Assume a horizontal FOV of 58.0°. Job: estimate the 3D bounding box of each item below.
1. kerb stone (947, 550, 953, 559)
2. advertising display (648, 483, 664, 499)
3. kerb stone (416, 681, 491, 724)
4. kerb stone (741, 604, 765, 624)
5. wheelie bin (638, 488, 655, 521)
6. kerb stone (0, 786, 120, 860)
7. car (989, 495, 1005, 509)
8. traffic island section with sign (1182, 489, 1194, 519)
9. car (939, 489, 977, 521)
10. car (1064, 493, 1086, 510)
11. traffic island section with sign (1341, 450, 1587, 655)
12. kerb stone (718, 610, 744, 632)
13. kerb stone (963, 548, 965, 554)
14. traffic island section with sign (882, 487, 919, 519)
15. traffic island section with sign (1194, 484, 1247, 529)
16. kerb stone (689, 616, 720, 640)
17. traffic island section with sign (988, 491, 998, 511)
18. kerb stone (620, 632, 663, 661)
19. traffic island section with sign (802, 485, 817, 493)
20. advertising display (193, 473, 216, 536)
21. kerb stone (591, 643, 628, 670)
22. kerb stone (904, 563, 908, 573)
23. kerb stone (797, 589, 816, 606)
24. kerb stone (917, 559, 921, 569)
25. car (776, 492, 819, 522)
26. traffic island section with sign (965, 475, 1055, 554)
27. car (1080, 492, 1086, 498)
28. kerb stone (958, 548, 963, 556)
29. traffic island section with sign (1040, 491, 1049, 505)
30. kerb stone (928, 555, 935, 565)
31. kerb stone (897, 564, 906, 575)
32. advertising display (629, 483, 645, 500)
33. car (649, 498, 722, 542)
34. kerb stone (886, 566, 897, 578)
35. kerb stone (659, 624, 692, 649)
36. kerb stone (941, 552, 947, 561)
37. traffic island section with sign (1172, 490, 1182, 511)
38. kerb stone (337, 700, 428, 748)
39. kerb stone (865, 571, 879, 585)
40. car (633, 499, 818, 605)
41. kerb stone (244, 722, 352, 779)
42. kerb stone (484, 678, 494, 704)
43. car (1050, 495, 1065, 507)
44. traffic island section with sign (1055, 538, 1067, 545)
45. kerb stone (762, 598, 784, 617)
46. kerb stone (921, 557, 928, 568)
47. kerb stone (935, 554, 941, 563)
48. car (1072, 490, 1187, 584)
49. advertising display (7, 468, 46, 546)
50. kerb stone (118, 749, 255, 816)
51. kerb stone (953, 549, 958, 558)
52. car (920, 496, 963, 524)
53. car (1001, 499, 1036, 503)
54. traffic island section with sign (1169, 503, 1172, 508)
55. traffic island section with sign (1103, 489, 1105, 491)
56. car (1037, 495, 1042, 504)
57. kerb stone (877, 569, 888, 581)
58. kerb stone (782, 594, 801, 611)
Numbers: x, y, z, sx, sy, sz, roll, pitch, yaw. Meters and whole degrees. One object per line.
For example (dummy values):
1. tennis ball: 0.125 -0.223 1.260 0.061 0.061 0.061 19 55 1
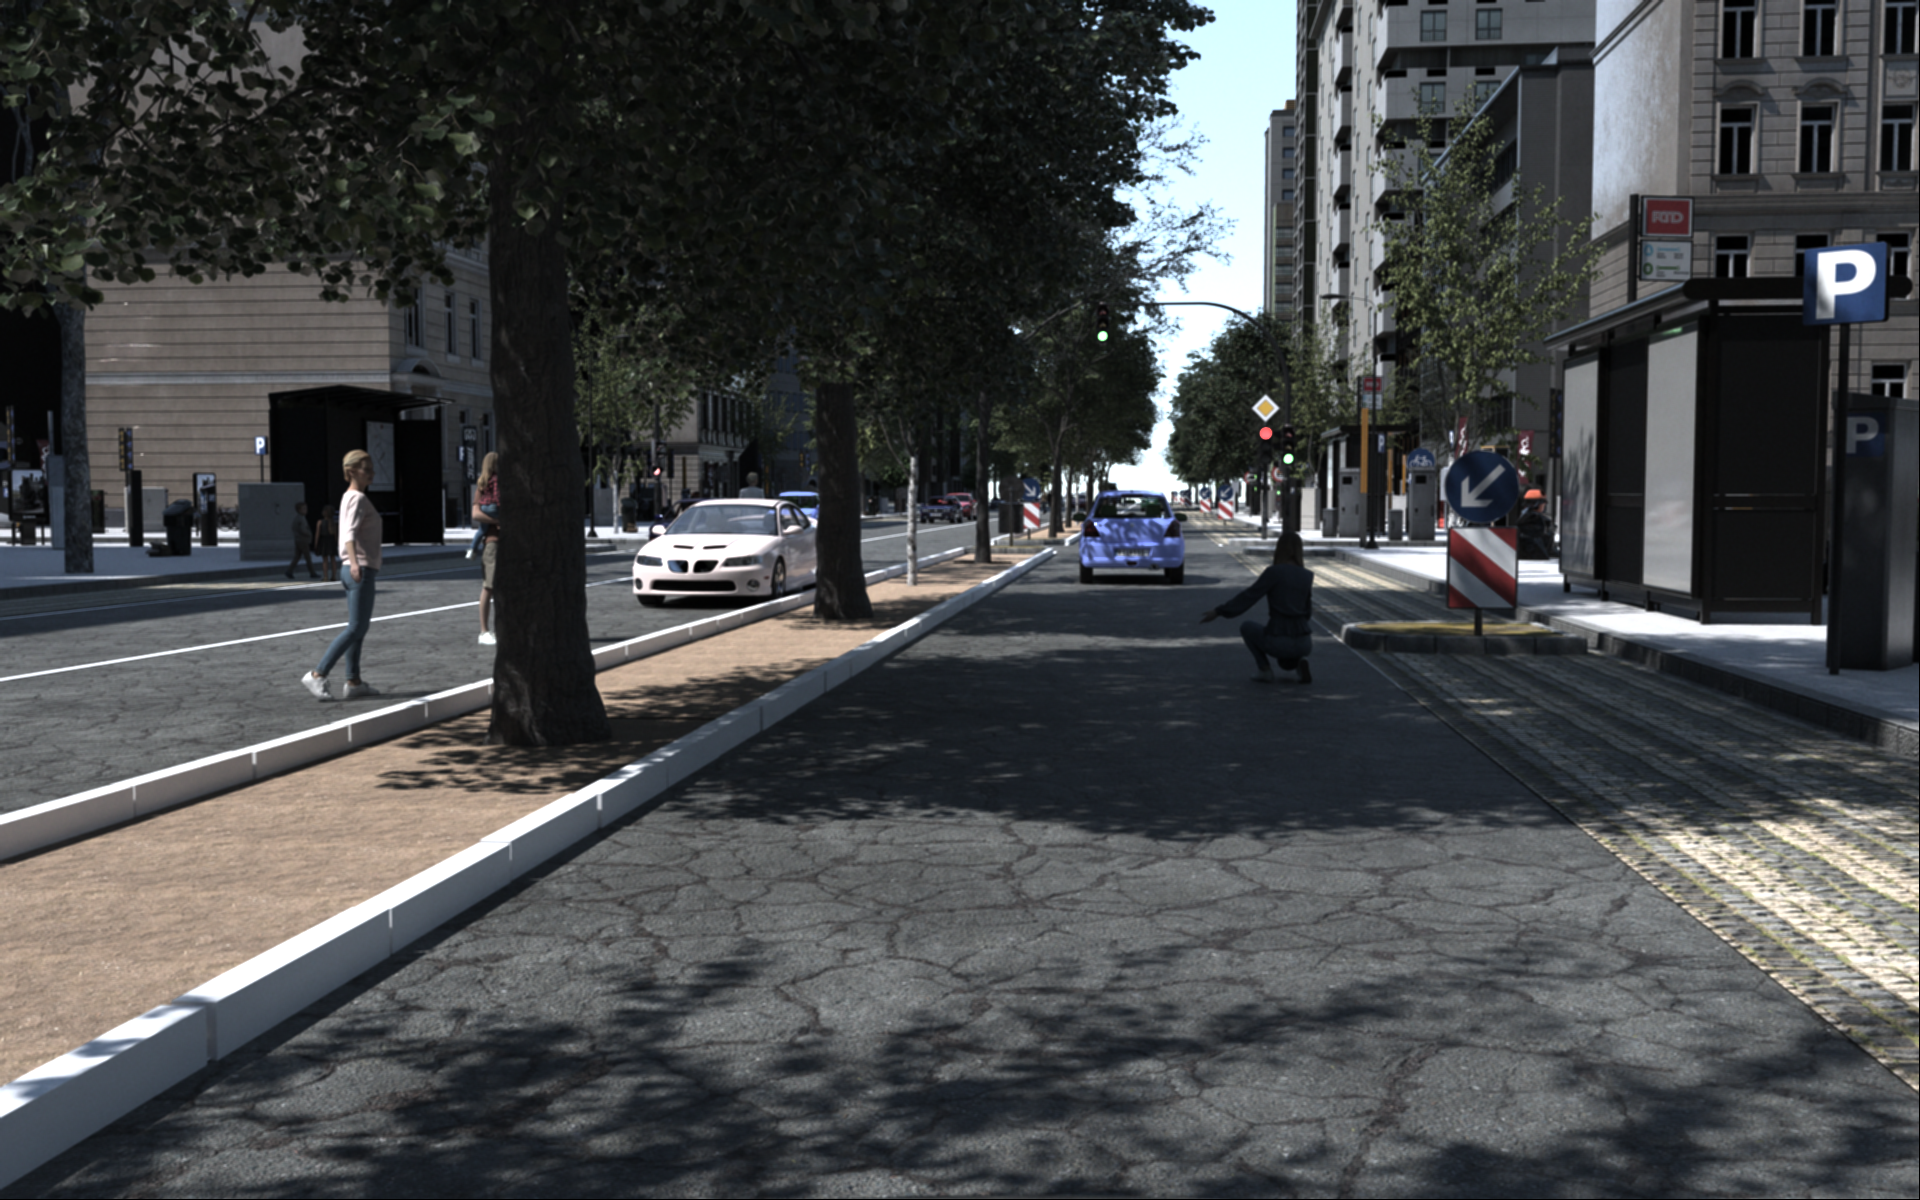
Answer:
1. kerb stone: -0.331 -0.943 37.705 0.120 0.150 1.000 0 4 6
2. advertising display: -17.876 -5.912 101.870 0.974 1.923 0.123 -1 4 -11
3. kerb stone: -3.295 0.673 11.200 0.120 0.150 1.000 0 4 6
4. kerb stone: -2.373 0.177 19.343 0.120 0.150 1.000 0 4 6
5. wheelie bin: -15.014 -4.616 83.386 0.980 1.594 0.693 0 4 -1
6. kerb stone: -3.744 0.922 7.115 0.120 0.150 1.000 0 4 6
7. car: 3.758 -9.138 161.982 1.945 1.354 3.894 0 4 6
8. traffic island section with sign: 13.816 -5.495 98.479 1.989 1.847 2.006 0 4 6
9. car: -0.090 -5.261 95.056 2.155 1.783 4.494 0 4 6
10. car: 10.295 -8.797 152.871 2.155 1.783 4.494 0 4 4
11. traffic island section with sign: 4.663 -0.471 16.335 1.989 1.847 2.006 0 4 6
12. kerb stone: -2.490 0.243 18.328 0.120 0.150 1.000 0 4 6
13. kerb stone: 0.012 -1.136 40.769 0.120 0.150 1.000 0 4 6
14. traffic island section with sign: -3.408 -5.582 99.897 1.989 1.847 2.006 0 4 6
15. traffic island section with sign: 10.807 -3.844 71.482 1.989 1.847 2.006 0 4 6
16. kerb stone: -2.609 0.299 17.312 0.120 0.150 1.000 0 4 6
17. traffic island section with sign: 2.230 -8.664 150.289 1.989 1.847 2.006 0 4 6
18. kerb stone: -2.839 0.423 15.274 0.120 0.150 1.000 0 4 6
19. traffic island section with sign: -6.398 -3.944 73.107 1.989 1.847 2.006 0 4 6
20. advertising display: -23.008 -2.910 52.785 0.123 1.923 0.974 1 4 11
21. kerb stone: -2.961 0.490 14.251 0.120 0.150 1.000 0 4 6
22. kerb stone: -1.012 -0.574 31.579 0.120 0.150 1.000 0 4 6
23. kerb stone: -2.034 -0.012 22.391 0.120 0.150 1.000 0 4 6
24. kerb stone: -0.903 -0.635 32.611 0.120 0.150 1.000 0 4 6
25. car: -5.264 -2.845 56.099 1.945 1.707 3.694 0 4 5
26. traffic island section with sign: 1.186 -2.067 41.925 2.006 1.907 1.989 0 4 6
27. car: 18.782 -15.335 259.400 2.281 1.827 5.304 0 4 6
28. kerb stone: -0.096 -1.074 39.752 0.120 0.150 1.000 0 4 6
29. traffic island section with sign: 11.336 -13.647 231.750 1.989 1.847 2.006 0 4 6
30. kerb stone: -0.670 -0.762 34.652 0.120 0.150 1.000 0 4 6
31. kerb stone: -1.133 -0.510 30.564 0.120 0.150 1.000 0 4 6
32. advertising display: -18.965 -5.912 101.870 0.974 1.923 0.123 1 4 12
33. car: -5.963 -1.679 40.038 1.945 1.354 3.894 0 4 6
34. kerb stone: -1.243 -0.449 29.530 0.120 0.150 1.000 0 4 6
35. kerb stone: -2.734 0.362 16.291 0.120 0.150 1.000 0 4 6
36. kerb stone: -0.442 -0.885 36.688 0.120 0.150 1.000 0 4 6
37. traffic island section with sign: 19.332 -8.513 147.809 1.989 1.847 2.006 0 4 6
38. kerb stone: -3.405 0.735 10.173 0.120 0.150 1.000 0 4 6
39. kerb stone: -1.471 -0.322 27.498 0.120 0.150 1.000 0 4 6
40. car: -3.054 -0.700 23.802 2.083 1.381 4.827 0 4 7
41. kerb stone: -3.516 0.801 9.147 0.120 0.150 1.000 0 4 6
42. kerb stone: -3.180 0.610 12.218 0.120 0.150 1.000 0 4 6
43. car: 11.033 -11.349 197.555 2.014 1.417 4.499 0 4 5
44. traffic island section with sign: 2.018 -2.517 49.286 2.006 1.907 1.989 0 4 6
45. kerb stone: -2.264 0.116 20.360 0.120 0.150 1.000 0 4 6
46. kerb stone: -0.790 -0.699 33.627 0.120 0.150 1.000 0 4 6
47. kerb stone: -0.560 -0.824 35.668 0.120 0.150 1.000 0 4 6
48. car: 2.843 -1.185 28.968 1.945 1.707 3.694 0 4 4
49. advertising display: -23.284 -2.325 43.229 0.123 1.923 0.974 1 4 22
50. kerb stone: -3.637 0.860 8.132 0.120 0.150 1.000 0 4 6
51. kerb stone: -0.213 -1.012 38.736 0.120 0.150 1.000 0 4 6
52. car: -0.903 -4.460 85.507 1.945 1.354 3.894 0 4 8
53. car: 3.253 -4.995 93.667 2.014 1.417 4.499 1 4 8
54. traffic island section with sign: 22.325 -10.153 174.625 1.989 1.847 2.006 0 4 6
55. traffic island section with sign: 10.348 -7.084 123.963 2.006 1.907 1.989 0 4 6
56. car: 9.742 -12.399 215.304 1.945 1.354 3.894 0 4 7
57. kerb stone: -1.367 -0.384 28.515 0.120 0.150 1.000 0 4 6
58. kerb stone: -2.150 0.058 21.376 0.120 0.150 1.000 0 4 6
